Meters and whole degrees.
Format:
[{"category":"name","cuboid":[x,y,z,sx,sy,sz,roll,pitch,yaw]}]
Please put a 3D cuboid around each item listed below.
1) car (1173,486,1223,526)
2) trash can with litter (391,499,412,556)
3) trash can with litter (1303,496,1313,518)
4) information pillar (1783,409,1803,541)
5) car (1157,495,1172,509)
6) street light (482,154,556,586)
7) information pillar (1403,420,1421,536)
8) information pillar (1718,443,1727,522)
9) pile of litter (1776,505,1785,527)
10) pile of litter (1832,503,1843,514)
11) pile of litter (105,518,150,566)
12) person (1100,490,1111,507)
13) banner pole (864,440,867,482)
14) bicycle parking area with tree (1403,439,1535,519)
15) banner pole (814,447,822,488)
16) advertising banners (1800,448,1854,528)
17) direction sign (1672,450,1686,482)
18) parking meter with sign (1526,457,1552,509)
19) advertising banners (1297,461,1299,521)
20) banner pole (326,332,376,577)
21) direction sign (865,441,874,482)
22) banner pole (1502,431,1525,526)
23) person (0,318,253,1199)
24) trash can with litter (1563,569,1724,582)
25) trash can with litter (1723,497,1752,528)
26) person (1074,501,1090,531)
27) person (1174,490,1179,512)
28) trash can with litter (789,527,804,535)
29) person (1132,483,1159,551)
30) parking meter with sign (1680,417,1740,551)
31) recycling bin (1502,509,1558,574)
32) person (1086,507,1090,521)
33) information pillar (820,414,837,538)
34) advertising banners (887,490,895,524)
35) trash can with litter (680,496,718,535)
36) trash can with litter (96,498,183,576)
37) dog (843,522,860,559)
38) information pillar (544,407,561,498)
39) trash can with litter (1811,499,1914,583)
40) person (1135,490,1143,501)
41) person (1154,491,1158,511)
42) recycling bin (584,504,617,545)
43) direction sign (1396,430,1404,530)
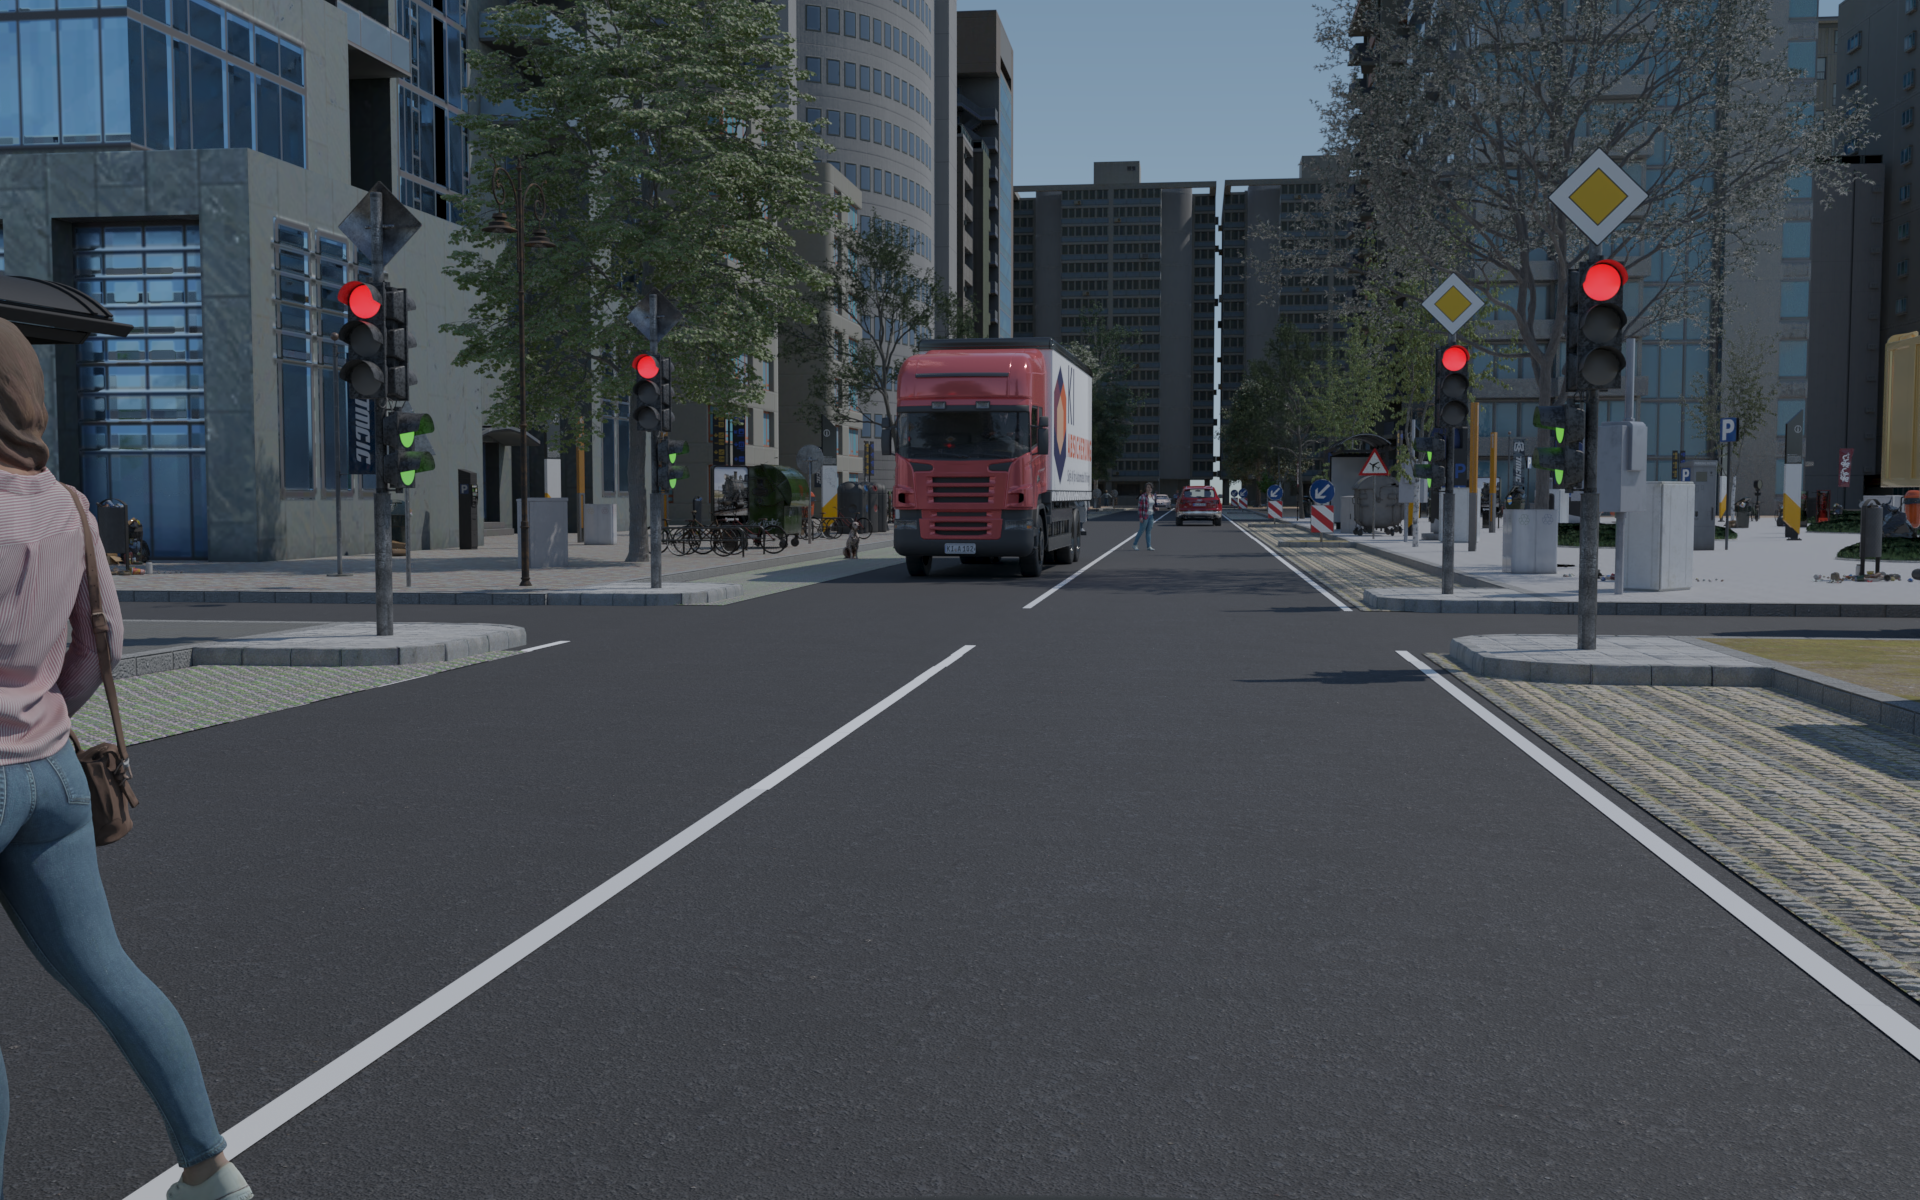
[{"category":"car","cuboid":[10.920,-4.326,79.404,2.281,1.827,5.304,0,4,6]},{"category":"trash can with litter","cuboid":[-11.633,-1.507,36.025,0.624,1.170,1.055,-2,4,-26]},{"category":"trash can with litter","cuboid":[18.999,-5.061,94.135,1.055,1.170,0.624,-3,5,-41]},{"category":"information pillar","cuboid":[22.957,-3.447,47.715,0.504,3.616,0.183,-1,4,-9]},{"category":"car","cuboid":[19.136,-9.346,165.172,2.083,1.381,4.827,0,4,8]},{"category":"street light","cuboid":[-6.070,-3.134,24.021,0.468,5.910,1.993,0,4,8]},{"category":"information pillar","cuboid":[13.814,-3.761,52.848,0.183,3.616,0.504,-3,4,-36]},{"category":"information pillar","cuboid":[35.205,-5.415,79.891,0.504,3.616,0.183,-3,5,-41]},{"category":"pile of litter","cuboid":[32.837,-3.323,68.304,1.719,0.858,1.176,-3,4,-38]},{"category":"pile of litter","cuboid":[41.094,-4.072,80.539,1.719,0.858,1.176,-3,4,-37]},{"category":"pile of litter","cuboid":[-15.436,-1.082,31.658,1.176,0.858,1.719,0,4,0]},{"category":"person","cuboid":[15.196,-10.480,179.930,1.350,1.814,0.705,0,4,3]},{"category":"banner pole","cuboid":[-4.406,-5.565,80.997,0.401,3.779,0.863,0,4,5]},{"category":"bicycle parking area with tree","cuboid":[26.740,-6.336,90.592,8.231,4.147,9.016,2,4,27]},{"category":"banner pole","cuboid":[-6.434,-5.535,80.515,0.863,3.779,0.401,2,4,26]},{"category":"advertising banners","cuboid":[32.931,-4.276,66.092,2.074,3.025,0.090,1,4,20]},{"category":"direction sign","cuboid":[37.296,-5.991,89.947,0.876,3.537,0.379,-2,4,-23]},{"category":"parking meter with sign","cuboid":[27.241,-5.154,80.523,1.738,3.016,0.543,2,4,35]},{"category":"advertising banners","cuboid":[16.205,-5.317,83.117,0.090,3.025,2.074,1,4,11]},{"category":"banner pole","cuboid":[-9.461,-2.261,26.991,0.863,3.779,0.401,-1,4,-13]},{"category":"direction sign","cuboid":[-3.873,-5.022,74.103,0.379,3.537,0.876,1,4,22]},{"category":"banner pole","cuboid":[22.201,-4.852,69.349,0.863,3.779,0.401,0,4,3]},{"category":"person","cuboid":[-1.695,0.361,3.193,0.643,1.750,0.593,1,4,10]},{"category":"trash can with litter","cuboid":[10.125,-0.913,25.989,1.678,1.210,2.233,-2,4,-29]},{"category":"trash can with litter","cuboid":[29.166,-3.282,65.043,0.624,1.170,1.055,-2,4,-25]},{"category":"person","cuboid":[4.664,-3.566,66.646,0.661,1.843,0.795,-2,4,-24]},{"category":"person","cuboid":[17.784,-8.130,141.977,0.434,1.755,0.990,1,4,10]},{"category":"trash can with litter","cuboid":[-5.286,-2.608,54.023,0.624,1.170,1.055,2,4,25]},{"category":"person","cuboid":[4.723,-2.119,43.989,0.563,1.720,0.643,-3,4,-39]},{"category":"parking meter with sign","cuboid":[16.775,-2.640,39.420,1.738,3.016,0.543,-1,4,-14]},{"category":"recycling bin","cuboid":[9.260,-0.954,28.151,0.722,1.027,0.722,0,4,4]},{"category":"person","cuboid":[6.700,-5.190,93.213,0.638,1.841,0.748,-3,4,-37]},{"category":"information pillar","cuboid":[-3.833,-3.624,50.609,0.504,3.616,0.183,-2,4,-33]},{"category":"advertising banners","cuboid":[-2.901,-4.853,75.530,0.090,3.025,2.074,1,4,11]},{"category":"trash can with litter","cuboid":[-8.109,-2.694,55.098,1.678,1.210,2.233,1,4,14]},{"category":"trash can with litter","cuboid":[-13.806,-1.019,27.717,2.233,1.210,1.678,1,4,14]},{"category":"dog","cuboid":[-2.327,-1.312,38.289,0.513,0.831,0.800,1,4,16]},{"category":"information pillar","cuboid":[-9.669,-3.045,41.147,0.183,3.616,0.504,2,4,28]},{"category":"trash can with litter","cuboid":[13.241,-0.897,25.717,2.233,1.210,1.678,-3,4,-39]},{"category":"person","cuboid":[13.986,-7.667,134.377,0.721,1.766,1.217,3,5,42]},{"category":"person","cuboid":[16.985,-8.595,149.966,0.436,1.711,0.756,1,4,17]},{"category":"recycling bin","cuboid":[-9.111,-1.916,43.878,0.722,1.027,0.722,0,4,-2]},{"category":"direction sign","cuboid":[15.605,-4.256,61.579,0.379,3.537,0.876,2,4,27]}]
